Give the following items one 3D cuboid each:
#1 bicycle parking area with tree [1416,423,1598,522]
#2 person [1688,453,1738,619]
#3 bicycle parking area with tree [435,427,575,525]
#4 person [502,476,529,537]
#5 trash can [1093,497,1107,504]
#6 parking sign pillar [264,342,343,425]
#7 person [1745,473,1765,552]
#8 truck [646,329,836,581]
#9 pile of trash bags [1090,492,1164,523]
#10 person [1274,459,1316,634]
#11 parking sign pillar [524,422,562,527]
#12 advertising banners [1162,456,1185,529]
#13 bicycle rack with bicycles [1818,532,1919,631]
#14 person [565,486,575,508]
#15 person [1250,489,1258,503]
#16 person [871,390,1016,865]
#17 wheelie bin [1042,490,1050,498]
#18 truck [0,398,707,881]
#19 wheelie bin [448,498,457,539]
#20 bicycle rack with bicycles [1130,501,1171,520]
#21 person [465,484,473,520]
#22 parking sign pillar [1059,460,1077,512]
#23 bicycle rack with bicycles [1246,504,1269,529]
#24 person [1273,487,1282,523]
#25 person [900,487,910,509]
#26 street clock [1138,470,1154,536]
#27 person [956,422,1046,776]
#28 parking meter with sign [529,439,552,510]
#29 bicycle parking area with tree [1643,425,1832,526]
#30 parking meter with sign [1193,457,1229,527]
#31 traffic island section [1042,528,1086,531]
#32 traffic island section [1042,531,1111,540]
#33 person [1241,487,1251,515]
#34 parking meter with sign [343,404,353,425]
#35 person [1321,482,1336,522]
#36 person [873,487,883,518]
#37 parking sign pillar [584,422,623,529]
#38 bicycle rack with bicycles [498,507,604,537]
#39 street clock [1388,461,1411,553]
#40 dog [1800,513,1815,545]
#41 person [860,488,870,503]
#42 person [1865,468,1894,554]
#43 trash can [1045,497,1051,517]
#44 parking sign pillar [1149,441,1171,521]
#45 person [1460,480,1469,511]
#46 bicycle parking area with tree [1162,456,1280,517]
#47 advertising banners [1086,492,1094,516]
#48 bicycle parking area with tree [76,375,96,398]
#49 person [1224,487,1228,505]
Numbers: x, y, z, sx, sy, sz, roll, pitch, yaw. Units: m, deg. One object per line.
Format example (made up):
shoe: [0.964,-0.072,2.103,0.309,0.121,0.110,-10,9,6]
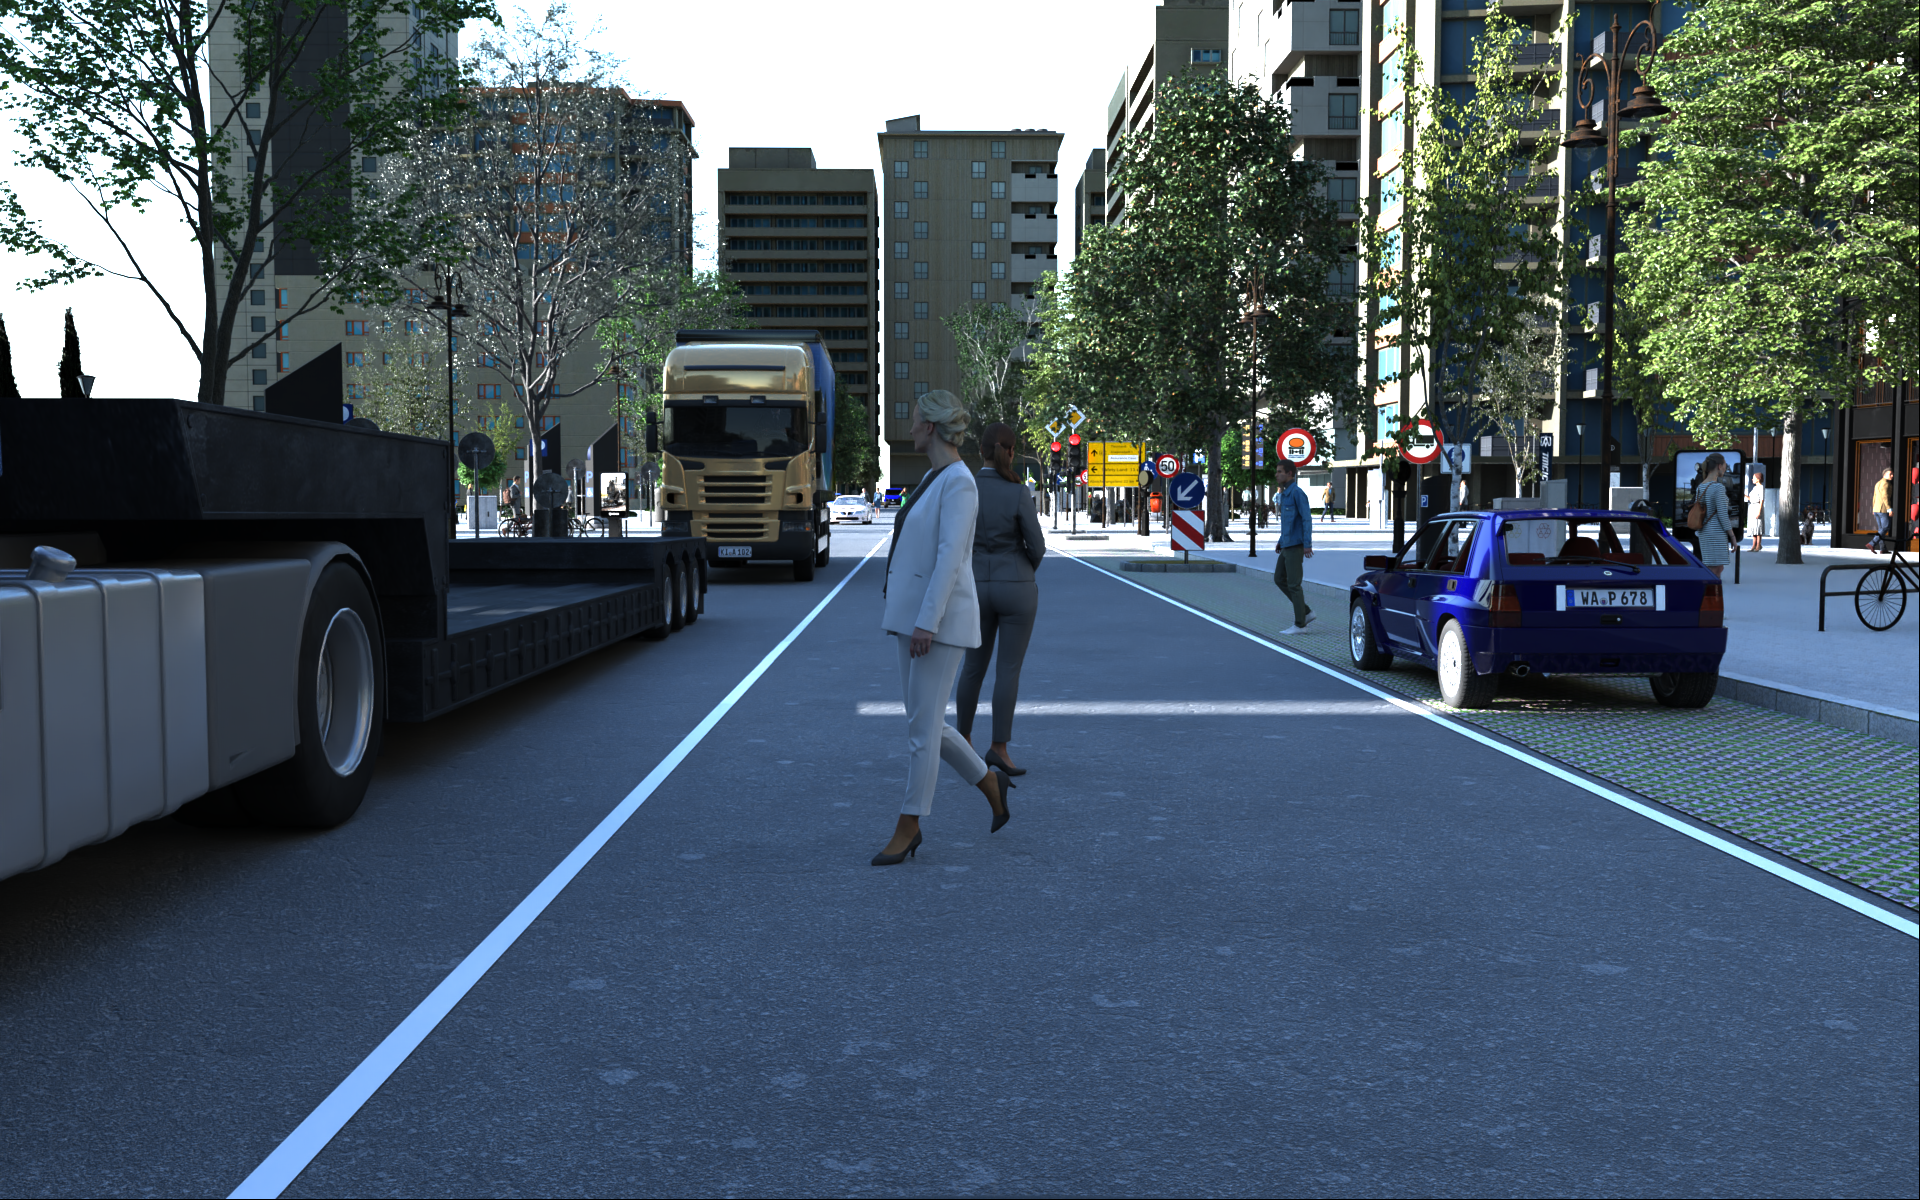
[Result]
bicycle parking area with tree: [22.696,-5.132,70.915,8.231,4.147,9.016,1,4,21]
person: [7.710,-0.654,17.743,0.522,1.701,0.512,-1,4,-8]
bicycle parking area with tree: [-20.338,-5.460,76.278,8.231,4.147,9.016,-2,4,-24]
person: [-13.346,-2.807,51.900,0.822,1.834,0.622,-1,4,-22]
trash can: [7.018,-4.610,87.027,0.748,1.137,0.748,0,3,0]
parking sign pillar: [-11.600,-2.577,30.606,1.447,3.967,1.447,-2,4,-31]
person: [17.601,-1.948,38.460,0.524,1.755,0.480,0,4,-1]
truck: [-3.698,-2.627,31.862,2.839,4.237,11.283,0,4,-2]
pile of trash bags: [7.417,-4.149,77.588,3.447,1.369,1.912,1,4,18]
person: [3.421,-0.537,17.629,0.444,1.785,0.601,0,4,6]
parking sign pillar: [-15.619,-4.671,64.837,1.447,3.967,1.447,-3,5,-39]
advertising banners: [8.050,-4.197,64.814,0.090,3.025,2.074,2,4,32]
bicycle rack with bicycles: [9.455,-0.146,15.778,2.925,0.926,2.852,-2,4,-27]
person: [-23.091,-5.883,102.622,0.661,1.777,0.834,1,4,15]
person: [18.747,-6.392,110.648,0.679,1.850,0.850,3,4,36]
person: [-0.042,0.090,6.902,0.818,1.842,0.514,-3,4,-37]
wheelie bin: [6.001,-7.067,123.455,0.980,1.594,0.693,2,4,35]
truck: [-3.900,-1.263,10.403,2.967,4.110,18.799,0,4,-1]
wheelie bin: [-13.110,-2.170,43.388,0.693,1.594,0.980,3,5,42]
bicycle rack with bicycles: [8.653,-4.374,84.904,2.852,0.926,2.925,-2,4,-29]
person: [-24.379,-4.878,86.015,0.699,1.804,1.509,0,4,-5]
parking sign pillar: [7.936,-8.452,126.664,1.447,3.967,1.447,0,4,3]
bicycle rack with bicycles: [11.752,-3.144,64.781,2.852,0.926,2.925,2,4,25]
person: [14.168,-4.226,76.943,0.589,1.601,0.330,-1,4,-23]
person: [-2.935,-5.165,93.201,0.600,1.795,0.529,0,4,5]
street clock: [5.658,-2.950,52.810,0.358,2.002,0.471,-3,4,-37]
person: [0.210,-0.007,8.886,0.520,1.790,0.573,1,4,14]
parking meter with sign: [-13.060,-3.544,54.209,0.543,3.016,1.738,-1,4,-22]
bicycle parking area with tree: [31.300,-5.219,72.334,8.231,4.147,9.016,1,4,17]
parking meter with sign: [9.815,-4.354,67.443,0.543,3.016,1.738,3,5,44]
traffic island section: [3.462,-2.469,62.653,2.009,0.180,2.903,0,4,-1]
traffic island section: [3.607,-1.981,54.669,2.009,0.180,2.903,0,4,-1]
person: [17.790,-6.148,107.052,0.782,1.767,0.515,2,4,28]
parking meter with sign: [-11.822,-2.225,32.645,0.543,3.016,1.738,-1,4,-11]
person: [16.793,-4.471,79.059,0.656,1.842,0.836,-3,5,-39]
person: [-4.825,-5.727,102.153,0.581,1.822,0.654,0,4,7]
parking sign pillar: [-13.352,-4.658,64.637,1.447,3.967,1.447,2,4,34]
bicycle rack with bicycles: [-11.232,-2.086,47.482,2.925,0.926,2.852,-1,4,-19]
street clock: [9.516,-2.015,37.516,0.471,2.002,0.358,-2,4,-31]
dog: [21.496,-1.800,43.806,0.800,0.831,0.513,-3,5,-42]
person: [-5.714,-5.786,103.500,0.661,1.777,0.834,0,4,8]
person: [19.679,-1.894,36.928,0.836,1.842,0.656,-2,4,-25]
trash can: [5.130,-5.287,98.103,0.748,1.137,0.748,0,3,0]
parking sign pillar: [9.371,-5.741,82.330,1.447,3.967,1.447,1,4,10]
person: [18.956,-3.617,65.370,0.473,1.802,0.592,3,5,43]
bicycle parking area with tree: [15.509,-7.028,101.905,9.016,4.147,8.231,2,4,26]
advertising banners: [8.061,-6.424,101.224,0.090,3.025,2.074,-2,4,-35]
bicycle parking area with tree: [-21.169,-3.196,39.250,9.016,4.147,8.231,1,4,19]
person: [19.773,-7.547,129.544,0.694,1.812,0.767,0,4,7]
